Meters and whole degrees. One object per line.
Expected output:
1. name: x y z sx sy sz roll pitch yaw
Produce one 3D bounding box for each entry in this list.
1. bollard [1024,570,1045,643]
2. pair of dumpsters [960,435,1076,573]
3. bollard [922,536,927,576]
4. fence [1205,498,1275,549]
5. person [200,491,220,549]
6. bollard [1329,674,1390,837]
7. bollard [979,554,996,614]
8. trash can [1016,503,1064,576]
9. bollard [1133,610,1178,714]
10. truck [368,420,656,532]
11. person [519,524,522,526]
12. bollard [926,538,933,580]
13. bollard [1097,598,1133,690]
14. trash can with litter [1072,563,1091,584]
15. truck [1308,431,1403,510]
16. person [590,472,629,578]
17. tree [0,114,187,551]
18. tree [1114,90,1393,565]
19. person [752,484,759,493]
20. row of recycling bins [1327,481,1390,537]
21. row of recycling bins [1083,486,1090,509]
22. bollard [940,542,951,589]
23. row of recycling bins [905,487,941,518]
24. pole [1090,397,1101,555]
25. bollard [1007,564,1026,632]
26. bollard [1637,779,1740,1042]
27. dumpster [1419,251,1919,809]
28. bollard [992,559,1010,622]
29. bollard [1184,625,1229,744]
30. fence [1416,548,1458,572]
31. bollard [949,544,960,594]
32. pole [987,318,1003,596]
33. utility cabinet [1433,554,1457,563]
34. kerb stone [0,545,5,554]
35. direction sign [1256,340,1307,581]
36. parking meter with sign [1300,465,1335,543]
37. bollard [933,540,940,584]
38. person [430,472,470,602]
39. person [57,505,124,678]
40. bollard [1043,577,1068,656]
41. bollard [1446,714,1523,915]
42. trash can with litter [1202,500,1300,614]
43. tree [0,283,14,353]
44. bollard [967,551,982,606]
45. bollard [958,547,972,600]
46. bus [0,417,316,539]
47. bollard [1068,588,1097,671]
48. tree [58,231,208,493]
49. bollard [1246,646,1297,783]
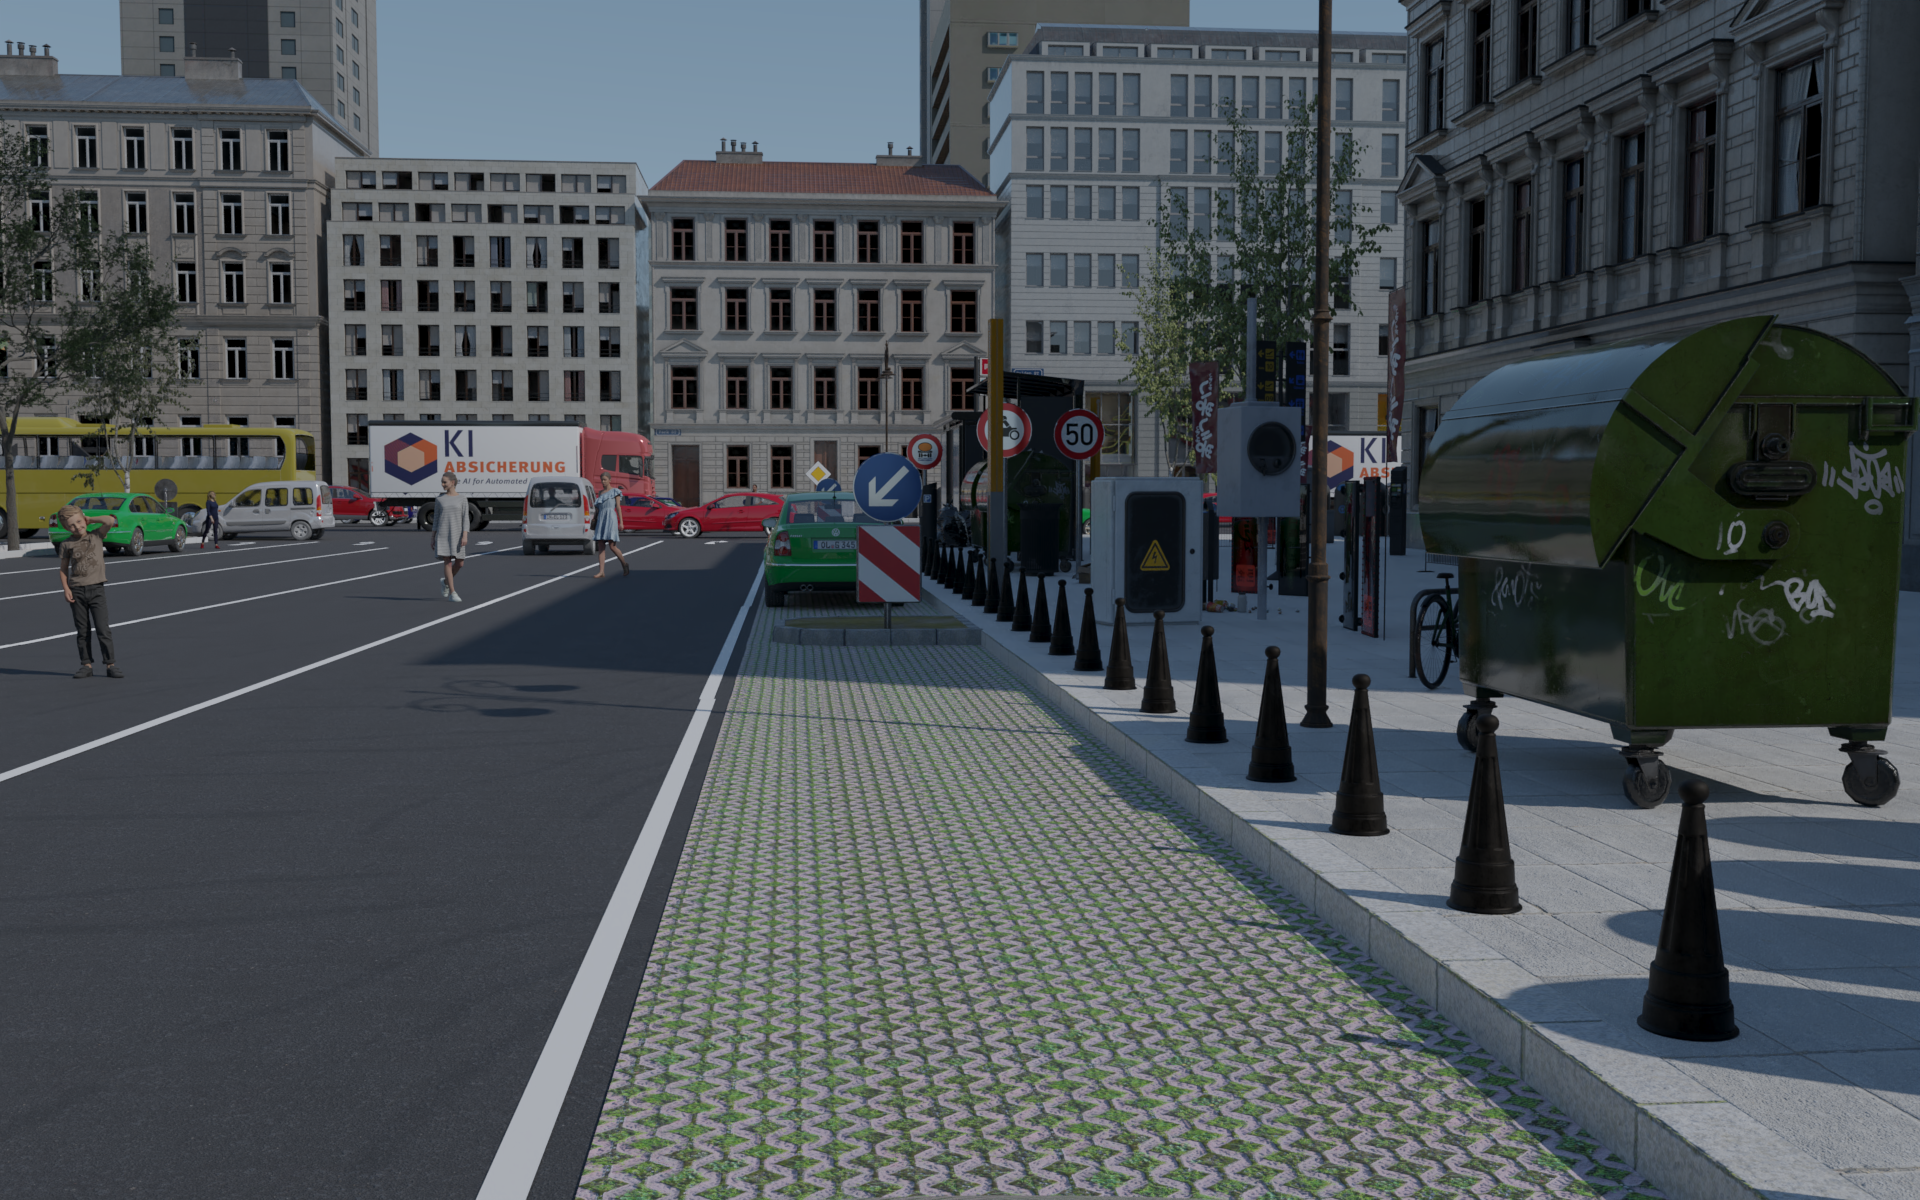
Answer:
1. bollard: 0.706 0.062 15.032 0.229 0.601 0.229 0 3 0
2. pair of dumpsters: 1.000 -1.694 30.192 1.574 2.255 4.437 0 4 -6
3. bollard: -0.459 -0.677 27.111 0.229 0.601 0.229 0 3 0
4. fence: 6.425 -1.748 39.775 2.264 1.192 0.480 -2 4 -34
5. person: -19.704 -2.106 45.469 0.613 1.512 0.480 0 4 3
6. bollard: 1.520 0.579 6.575 0.229 0.601 0.229 0 3 0
7. bollard: 0.359 -0.160 18.658 0.229 0.601 0.229 0 3 0
8. trash can: 1.250 -0.946 27.127 0.748 1.137 0.748 0 3 0
9. bollard: 1.171 0.357 10.197 0.229 0.601 0.229 0 3 0
10. truck: -16.917 -4.796 67.321 11.283 4.237 2.839 0 4 -5
11. person: -19.260 -4.103 76.508 0.530 1.710 0.541 0 4 -6
12. bollard: -0.341 -0.603 25.902 0.229 0.601 0.229 0 3 0
13. bollard: 1.054 0.284 11.403 0.229 0.601 0.229 0 3 0
14. trash can with litter: 2.115 -0.813 24.673 1.055 1.170 0.624 1 4 22
15. truck: 17.178 -5.450 78.025 11.283 4.237 2.839 0 4 -7
16. person: -6.056 -1.294 29.748 0.616 1.811 0.778 2 4 33
17. tree: -22.521 -6.383 41.234 8.767 10.594 7.601 0 4 -5
18. tree: 5.519 -4.933 31.024 4.737 8.622 4.395 0 3 0
19. person: -8.007 -3.567 66.968 0.875 1.805 0.789 1 4 19
20. row of recycling bins: 12.155 -2.790 52.737 3.534 1.692 1.069 2 4 35
21. row of recycling bins: 9.932 -8.190 141.020 1.069 1.692 3.534 -3 4 -37
22. bollard: -0.110 -0.456 23.494 0.229 0.601 0.229 0 3 0
23. row of recycling bins: -2.177 -5.173 91.687 3.534 1.692 1.069 1 4 17
24. pole: 2.854 -2.611 36.530 0.158 3.312 0.155 0 3 0
25. bollard: 0.588 -0.012 16.236 0.229 0.601 0.229 0 3 0
26. bollard: 1.750 0.727 4.147 0.229 0.601 0.229 0 3 0
27. dumpster: 3.133 -0.325 7.815 1.502 2.255 1.985 0 4 -5
28. bollard: 0.471 -0.086 17.454 0.229 0.601 0.229 0 3 0
29. bollard: 1.282 0.432 8.983 0.229 0.601 0.229 0 3 0
30. fence: 7.733 -0.738 27.435 0.278 0.683 2.069 0 4 -5
31. bollard: 0.008 -0.382 22.281 0.229 0.601 0.229 0 3 0
32. pole: 0.414 -1.615 20.256 0.158 3.312 0.155 0 3 0
33. utility cabinet: 9.235 -1.301 32.429 0.306 1.237 1.020 -1 4 -13
34. kerb stone: -23.838 -1.273 43.010 0.120 0.150 1.000 0 4 -5
35. direction sign: 4.756 -2.065 25.753 0.876 3.537 0.379 -1 4 -23
36. parking meter with sign: 8.858 -2.982 45.020 1.738 3.016 0.543 -1 4 -11
37. bollard: -0.226 -0.529 24.698 0.229 0.601 0.229 0 3 0
38. person: -6.875 -0.858 23.279 0.466 1.731 0.760 -3 5 -40
39. person: -6.780 -0.067 13.508 0.435 1.345 0.340 -2 4 -26
40. bollard: 0.815 0.135 13.828 0.229 0.601 0.229 0 3 0
41. bollard: 1.631 0.653 5.371 0.229 0.601 0.229 0 3 0
42. trash can with litter: 2.842 -0.519 19.538 1.678 1.210 2.233 0 3 0
43. tree: -21.406 -6.643 28.075 9.611 12.733 9.660 0 3 0
44. bollard: 0.237 -0.234 19.866 0.229 0.601 0.229 0 3 0
45. bollard: 0.125 -0.308 21.077 0.229 0.601 0.229 0 3 0
46. bus: -27.506 -3.952 56.166 12.252 3.916 2.896 0 4 -5
47. bollard: 0.937 0.210 12.613 0.229 0.601 0.229 0 3 0
48. tree: -23.206 -5.833 48.187 4.360 8.622 3.978 0 3 0
49. bollard: 1.402 0.505 7.779 0.229 0.601 0.229 0 3 0
